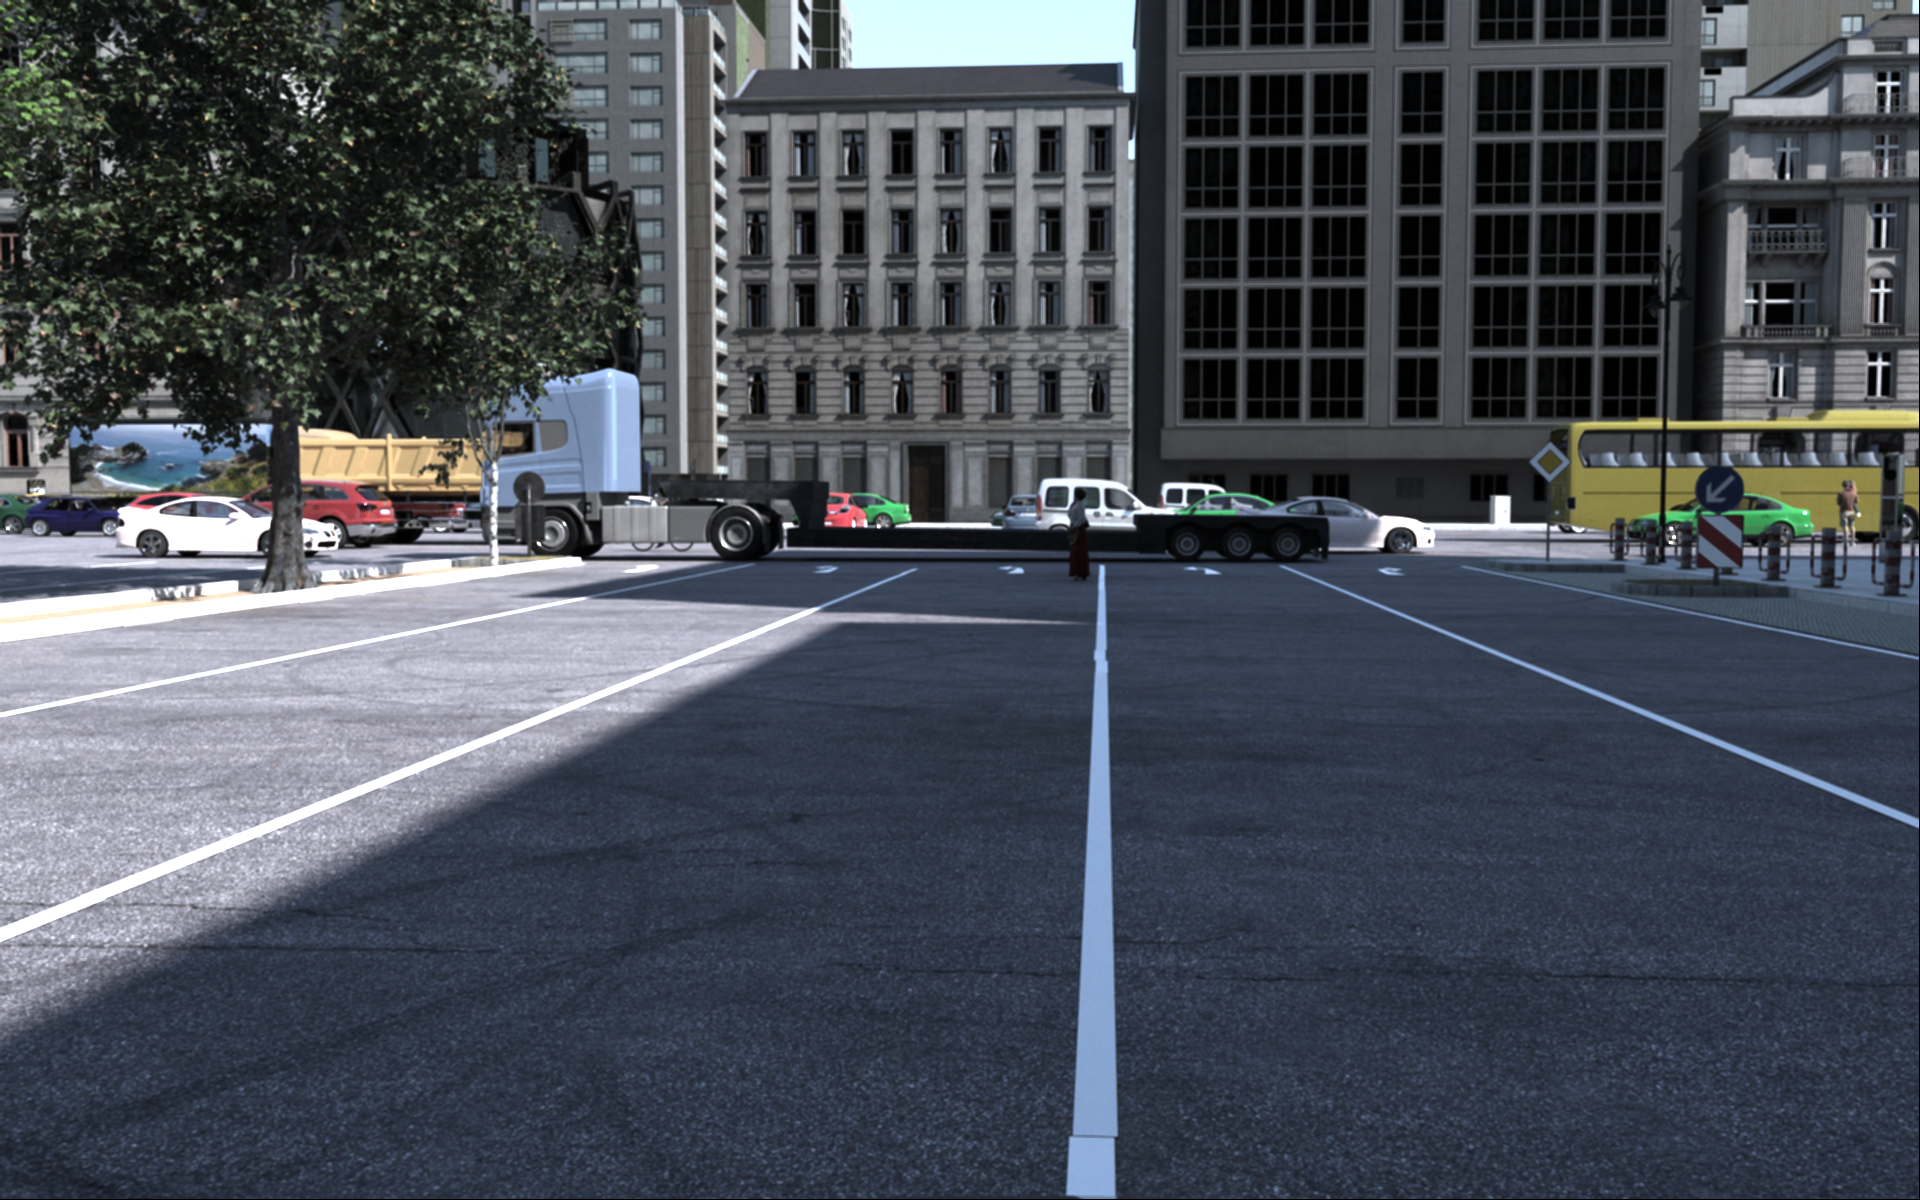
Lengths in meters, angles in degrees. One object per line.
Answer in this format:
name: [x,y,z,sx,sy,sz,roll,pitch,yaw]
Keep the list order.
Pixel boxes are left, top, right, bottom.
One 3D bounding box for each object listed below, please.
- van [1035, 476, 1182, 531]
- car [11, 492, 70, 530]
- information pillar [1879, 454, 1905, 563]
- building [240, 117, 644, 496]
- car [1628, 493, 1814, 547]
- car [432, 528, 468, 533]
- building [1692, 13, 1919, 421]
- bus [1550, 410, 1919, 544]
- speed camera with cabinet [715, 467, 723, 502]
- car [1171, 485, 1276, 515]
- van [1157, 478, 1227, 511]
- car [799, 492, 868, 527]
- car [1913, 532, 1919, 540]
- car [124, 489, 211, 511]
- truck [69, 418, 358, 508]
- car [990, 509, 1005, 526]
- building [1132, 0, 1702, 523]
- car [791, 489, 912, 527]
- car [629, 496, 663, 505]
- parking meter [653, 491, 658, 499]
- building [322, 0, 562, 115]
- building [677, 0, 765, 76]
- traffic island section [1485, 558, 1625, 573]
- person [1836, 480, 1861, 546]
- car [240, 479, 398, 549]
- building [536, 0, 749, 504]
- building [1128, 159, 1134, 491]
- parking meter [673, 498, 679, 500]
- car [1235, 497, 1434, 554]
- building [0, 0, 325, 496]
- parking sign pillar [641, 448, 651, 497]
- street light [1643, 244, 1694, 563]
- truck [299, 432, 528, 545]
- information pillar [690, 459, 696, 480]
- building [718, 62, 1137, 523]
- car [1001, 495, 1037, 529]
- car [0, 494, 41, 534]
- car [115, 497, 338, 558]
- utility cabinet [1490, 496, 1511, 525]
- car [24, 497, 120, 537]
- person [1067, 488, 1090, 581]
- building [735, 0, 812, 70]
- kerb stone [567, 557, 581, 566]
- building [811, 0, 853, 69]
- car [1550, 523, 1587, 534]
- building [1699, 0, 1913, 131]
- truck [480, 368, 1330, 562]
van: [4.018,-2.384,45.983,4.112,2.044,2.013,0,4,5]
car: [-36.273,-3.507,67.555,3.980,1.641,2.015,0,4,4]
information pillar: [17.386,-1.702,32.312,0.304,2.012,0.304,-3,5,-42]
building: [-23.973,-13.282,84.608,16.811,18.784,16.820,0,4,5]
car: [20.834,-2.373,47.594,4.718,1.807,1.959,0,4,6]
car: [-17.373,-3.414,64.485,5.304,1.827,2.281,0,4,4]
building: [43.961,-14.396,77.168,24.055,21.916,13.314,0,4,5]
bus: [24.040,-3.661,51.402,12.252,3.916,2.896,0,4,6]
speed camera with cabinet: [-17.424,-7.984,124.880,0.660,3.252,2.038,0,4,-6]
car: [7.475,-2.531,50.183,4.718,1.807,1.959,0,4,6]
van: [9.310,-3.485,63.993,4.112,2.044,2.013,0,4,4]
car: [-4.174,-2.954,57.344,2.155,1.783,4.494,0,4,5]
car: [31.335,-2.696,53.678,3.694,1.707,1.945,0,4,6]
car: [-24.866,-2.889,56.271,4.494,1.783,2.155,0,4,5]
truck: [-27.468,-4.655,65.020,11.283,4.237,2.839,0,4,7]
car: [3.604,-3.382,67.101,4.920,1.459,2.131,0,4,3]
building: [20.132,-17.551,80.472,24.014,27.812,14.314,0,4,5]
car: [-4.258,-3.621,68.003,4.718,1.807,1.959,0,4,4]
car: [-10.217,-2.677,56.126,4.827,1.381,2.083,0,4,3]
parking meter: [-20.921,-6.770,119.101,0.372,1.533,0.369,0,3,0]
building: [-58.127,-39.161,182.283,28.212,58.520,21.231,0,4,5]
building: [-25.545,-30.918,155.626,14.600,45.320,14.200,0,4,5]
traffic island section: [11.173,-0.648,32.879,2.009,0.180,2.903,0,4,5]
person: [24.633,-2.418,48.016,0.573,1.828,0.580,3,5,39]
car: [-17.751,-2.294,46.182,5.304,1.827,2.281,0,4,7]
building: [-25.369,-27.982,141.094,14.154,41.232,14.086,0,4,5]
building: [12.938,-38.273,245.365,30.456,49.044,23.786,0,4,5]
parking meter: [-18.348,-6.495,111.909,0.255,1.863,0.399,1,4,22]
car: [9.113,-1.831,42.297,4.827,1.381,2.083,0,4,3]
building: [-44.118,-18.239,85.596,23.554,28.519,14.401,0,4,5]
parking sign pillar: [-18.431,-6.922,101.640,1.447,3.967,1.447,0,4,-3]
street light: [13.127,-3.636,32.233,0.468,5.910,1.993,0,4,5]
truck: [-14.113,-3.286,49.654,9.791,3.379,3.469,0,4,5]
information pillar: [-17.639,-7.534,114.541,0.183,3.616,0.504,-3,5,-42]
building: [-1.100,-14.146,80.444,18.267,20.994,9.793,0,4,5]
car: [2.360,-2.805,57.866,2.014,1.417,4.499,0,4,5]
car: [-34.947,-3.103,62.538,4.920,1.459,2.131,0,4,6]
car: [-16.662,-1.657,39.451,4.827,1.381,2.083,0,4,3]
utility cabinet: [22.853,-3.798,73.265,1.020,1.237,0.306,-2,4,-35]
car: [-29.580,-2.835,58.935,3.894,1.354,1.945,0,4,5]
person: [1.963,-1.084,28.686,0.387,1.526,0.523,0,4,2]
building: [-29.965,-39.053,180.522,28.212,58.520,21.231,0,4,5]
kerb stone: [-7.804,-0.758,34.699,0.120,0.150,1.000,0,4,5]
building: [-26.733,-49.401,245.959,20.611,71.187,20.563,0,4,5]
car: [23.987,-3.332,63.513,4.494,1.783,2.155,0,4,6]
building: [72.184,-35.401,168.045,27.495,52.752,28.713,0,4,5]
truck: [-1.604,-2.931,37.678,18.799,4.110,2.967,0,4,4]
